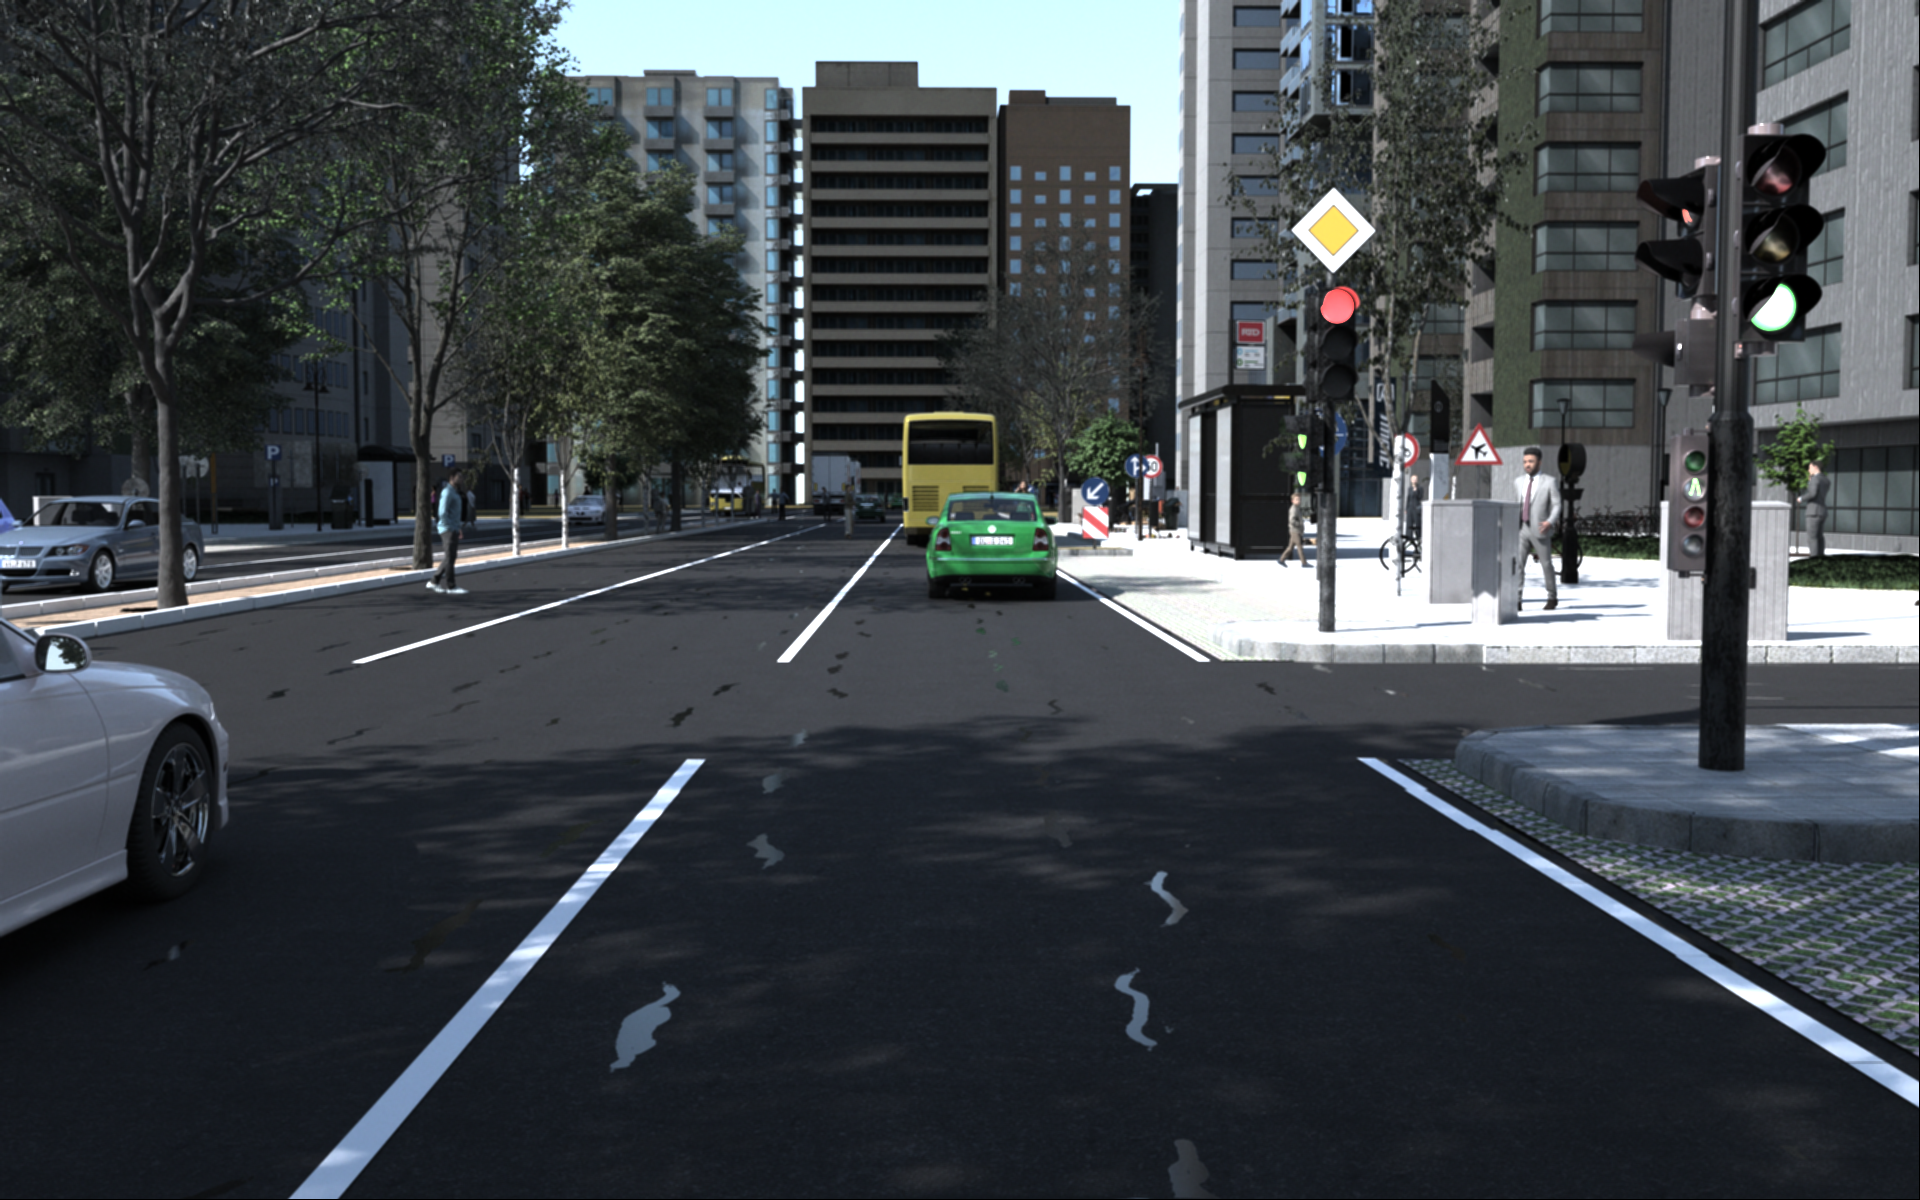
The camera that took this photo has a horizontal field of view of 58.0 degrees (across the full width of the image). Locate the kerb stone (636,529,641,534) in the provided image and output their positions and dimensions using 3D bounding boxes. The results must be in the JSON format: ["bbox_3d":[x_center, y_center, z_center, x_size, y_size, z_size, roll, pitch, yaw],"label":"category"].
[{"bbox_3d":[-11.675,-2.433,62.042,0.120,0.150,1.000,0,4,-1],"label":"kerb stone"}]

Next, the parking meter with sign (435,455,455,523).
[{"bbox_3d":[-22.987,-4.943,77.080,0.543,3.016,1.738,-2,4,-33],"label":"parking meter with sign"}]

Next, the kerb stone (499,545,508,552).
[{"bbox_3d":[-11.335,-1.243,42.520,0.120,0.150,1.000,0,4,-1],"label":"kerb stone"}]

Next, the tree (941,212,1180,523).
[{"bbox_3d":[4.502,-10.128,75.958,12.009,13.543,11.850,0,3,0],"label":"tree"}]

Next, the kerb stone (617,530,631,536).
[{"bbox_3d":[-11.635,-2.307,59.991,0.120,0.150,1.000,0,4,-1],"label":"kerb stone"}]

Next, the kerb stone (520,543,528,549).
[{"bbox_3d":[-11.369,-1.360,44.576,0.120,0.150,1.000,0,4,-1],"label":"kerb stone"}]

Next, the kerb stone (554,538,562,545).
[{"bbox_3d":[-11.440,-1.620,48.684,0.120,0.150,1.000,0,4,-1],"label":"kerb stone"}]

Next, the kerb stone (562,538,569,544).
[{"bbox_3d":[-11.460,-1.683,49.717,0.120,0.150,1.000,0,4,-1],"label":"kerb stone"}]

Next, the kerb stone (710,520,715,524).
[{"bbox_3d":[-12.064,-3.754,83.576,0.120,0.150,1.000,0,4,-1],"label":"kerb stone"}]

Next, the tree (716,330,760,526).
[{"bbox_3d":[-10.617,-7.259,71.497,4.360,8.622,3.978,0,3,0],"label":"tree"}]

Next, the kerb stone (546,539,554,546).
[{"bbox_3d":[-11.422,-1.557,47.662,0.120,0.150,1.000,0,4,-1],"label":"kerb stone"}]

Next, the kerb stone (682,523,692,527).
[{"bbox_3d":[-11.920,-3.246,75.374,0.120,0.150,1.000,0,4,-1],"label":"kerb stone"}]

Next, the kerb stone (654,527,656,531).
[{"bbox_3d":[-11.748,-2.688,66.146,0.120,0.150,1.000,0,4,-1],"label":"kerb stone"}]

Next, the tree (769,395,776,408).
[{"bbox_3d":[-10.660,-7.839,80.988,4.360,8.622,3.978,0,3,0],"label":"tree"}]

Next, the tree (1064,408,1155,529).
[{"bbox_3d":[5.684,-4.932,64.356,4.285,4.588,4.351,0,3,0],"label":"tree"}]

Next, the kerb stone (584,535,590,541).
[{"bbox_3d":[-11.511,-1.871,52.806,0.120,0.150,1.000,0,4,-1],"label":"kerb stone"}]

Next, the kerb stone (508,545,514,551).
[{"bbox_3d":[-11.342,-1.306,43.546,0.120,0.150,1.000,0,4,-1],"label":"kerb stone"}]

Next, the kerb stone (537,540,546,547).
[{"bbox_3d":[-11.395,-1.493,46.634,0.120,0.150,1.000,0,4,-1],"label":"kerb stone"}]

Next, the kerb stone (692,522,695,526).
[{"bbox_3d":[-11.935,-3.315,76.396,0.120,0.150,1.000,0,4,-1],"label":"kerb stone"}]

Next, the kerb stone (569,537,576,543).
[{"bbox_3d":[-11.477,-1.747,50.751,0.120,0.150,1.000,0,4,-1],"label":"kerb stone"}]

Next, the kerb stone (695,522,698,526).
[{"bbox_3d":[-11.955,-3.378,77.418,0.120,0.150,1.000,0,4,-1],"label":"kerb stone"}]

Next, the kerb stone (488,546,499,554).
[{"bbox_3d":[-11.301,-1.181,41.497,0.120,0.150,1.000,0,4,-1],"label":"kerb stone"}]

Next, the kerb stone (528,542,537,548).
[{"bbox_3d":[-11.379,-1.432,45.601,0.120,0.150,1.000,0,4,-1],"label":"kerb stone"}]

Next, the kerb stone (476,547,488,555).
[{"bbox_3d":[-11.283,-1.118,40.475,0.120,0.150,1.000,0,4,-1],"label":"kerb stone"}]

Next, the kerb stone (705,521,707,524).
[{"bbox_3d":[-12.010,-3.565,80.486,0.120,0.150,1.000,0,4,-1],"label":"kerb stone"}]

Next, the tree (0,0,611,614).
[{"bbox_3d":[-9.532,-6.585,20.495,12.009,13.543,11.850,0,3,0],"label":"tree"}]

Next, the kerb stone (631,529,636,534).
[{"bbox_3d":[-11.659,-2.374,61.018,0.120,0.150,1.000,0,4,-1],"label":"kerb stone"}]

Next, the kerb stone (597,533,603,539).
[{"bbox_3d":[-11.546,-1.998,54.856,0.120,0.150,1.000,0,4,-1],"label":"kerb stone"}]

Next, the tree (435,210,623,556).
[{"bbox_3d":[-10.289,-5.338,40.097,4.360,8.622,3.978,0,3,0],"label":"tree"}]

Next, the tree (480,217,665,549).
[{"bbox_3d":[-10.257,-5.622,44.738,4.737,8.622,4.395,0,3,0],"label":"tree"}]

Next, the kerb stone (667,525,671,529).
[{"bbox_3d":[-11.801,-2.876,69.222,0.120,0.150,1.000,0,4,-1],"label":"kerb stone"}]

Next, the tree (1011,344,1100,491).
[{"bbox_3d":[5.125,-8.259,85.389,4.737,8.622,4.395,0,3,0],"label":"tree"}]

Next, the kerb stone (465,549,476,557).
[{"bbox_3d":[-11.266,-1.048,39.453,0.120,0.150,1.000,0,4,-1],"label":"kerb stone"}]

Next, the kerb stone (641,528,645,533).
[{"bbox_3d":[-11.699,-2.500,63.068,0.120,0.150,1.000,0,4,-1],"label":"kerb stone"}]

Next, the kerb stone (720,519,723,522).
[{"bbox_3d":[-12.123,-3.942,86.646,0.120,0.150,1.000,0,4,-1],"label":"kerb stone"}]

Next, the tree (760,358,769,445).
[{"bbox_3d":[-10.742,-7.557,76.369,4.360,8.622,3.978,0,3,0],"label":"tree"}]

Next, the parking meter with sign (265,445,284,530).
[{"bbox_3d":[-24.555,-4.029,62.141,0.543,3.016,1.738,-1,4,-18],"label":"parking meter with sign"}]

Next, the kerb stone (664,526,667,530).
[{"bbox_3d":[-11.784,-2.814,68.200,0.120,0.150,1.000,0,4,-1],"label":"kerb stone"}]

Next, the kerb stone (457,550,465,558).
[{"bbox_3d":[-11.245,-0.993,38.425,0.120,0.150,1.000,0,4,-1],"label":"kerb stone"}]

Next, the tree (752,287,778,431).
[{"bbox_3d":[-10.723,-8.816,64.725,7.486,12.596,7.792,0,3,0],"label":"tree"}]

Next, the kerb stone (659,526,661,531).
[{"bbox_3d":[-11.775,-2.751,67.178,0.120,0.150,1.000,0,4,-1],"label":"kerb stone"}]

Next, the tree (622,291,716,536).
[{"bbox_3d":[-10.656,-6.480,58.768,4.360,8.622,3.978,0,3,0],"label":"tree"}]

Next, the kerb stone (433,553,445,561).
[{"bbox_3d":[-11.227,-0.930,37.403,0.120,0.150,1.000,0,4,-1],"label":"kerb stone"}]

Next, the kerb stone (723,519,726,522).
[{"bbox_3d":[-12.160,-4.067,88.690,0.120,0.150,1.000,0,4,-1],"label":"kerb stone"}]

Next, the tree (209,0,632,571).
[{"bbox_3d":[-10.000,-6.356,32.130,9.928,11.665,9.643,0,3,0],"label":"tree"}]

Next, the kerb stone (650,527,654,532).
[{"bbox_3d":[-11.737,-2.625,65.116,0.120,0.150,1.000,0,4,-1],"label":"kerb stone"}]

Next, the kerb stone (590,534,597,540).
[{"bbox_3d":[-11.529,-1.935,53.828,0.120,0.150,1.000,0,4,-1],"label":"kerb stone"}]

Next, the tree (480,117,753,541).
[{"bbox_3d":[-10.712,-8.076,52.634,7.486,12.596,7.792,0,3,0],"label":"tree"}]

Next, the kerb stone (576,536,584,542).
[{"bbox_3d":[-11.491,-1.810,51.784,0.120,0.150,1.000,0,4,-1],"label":"kerb stone"}]

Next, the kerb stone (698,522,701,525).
[{"bbox_3d":[-11.980,-3.440,78.440,0.120,0.150,1.000,0,4,-1],"label":"kerb stone"}]

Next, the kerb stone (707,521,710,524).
[{"bbox_3d":[-12.030,-3.628,81.514,0.120,0.150,1.000,0,4,-1],"label":"kerb stone"}]

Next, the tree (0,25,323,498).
[{"bbox_3d":[-22.661,-8.638,47.888,9.857,13.997,8.962,0,3,0],"label":"tree"}]
